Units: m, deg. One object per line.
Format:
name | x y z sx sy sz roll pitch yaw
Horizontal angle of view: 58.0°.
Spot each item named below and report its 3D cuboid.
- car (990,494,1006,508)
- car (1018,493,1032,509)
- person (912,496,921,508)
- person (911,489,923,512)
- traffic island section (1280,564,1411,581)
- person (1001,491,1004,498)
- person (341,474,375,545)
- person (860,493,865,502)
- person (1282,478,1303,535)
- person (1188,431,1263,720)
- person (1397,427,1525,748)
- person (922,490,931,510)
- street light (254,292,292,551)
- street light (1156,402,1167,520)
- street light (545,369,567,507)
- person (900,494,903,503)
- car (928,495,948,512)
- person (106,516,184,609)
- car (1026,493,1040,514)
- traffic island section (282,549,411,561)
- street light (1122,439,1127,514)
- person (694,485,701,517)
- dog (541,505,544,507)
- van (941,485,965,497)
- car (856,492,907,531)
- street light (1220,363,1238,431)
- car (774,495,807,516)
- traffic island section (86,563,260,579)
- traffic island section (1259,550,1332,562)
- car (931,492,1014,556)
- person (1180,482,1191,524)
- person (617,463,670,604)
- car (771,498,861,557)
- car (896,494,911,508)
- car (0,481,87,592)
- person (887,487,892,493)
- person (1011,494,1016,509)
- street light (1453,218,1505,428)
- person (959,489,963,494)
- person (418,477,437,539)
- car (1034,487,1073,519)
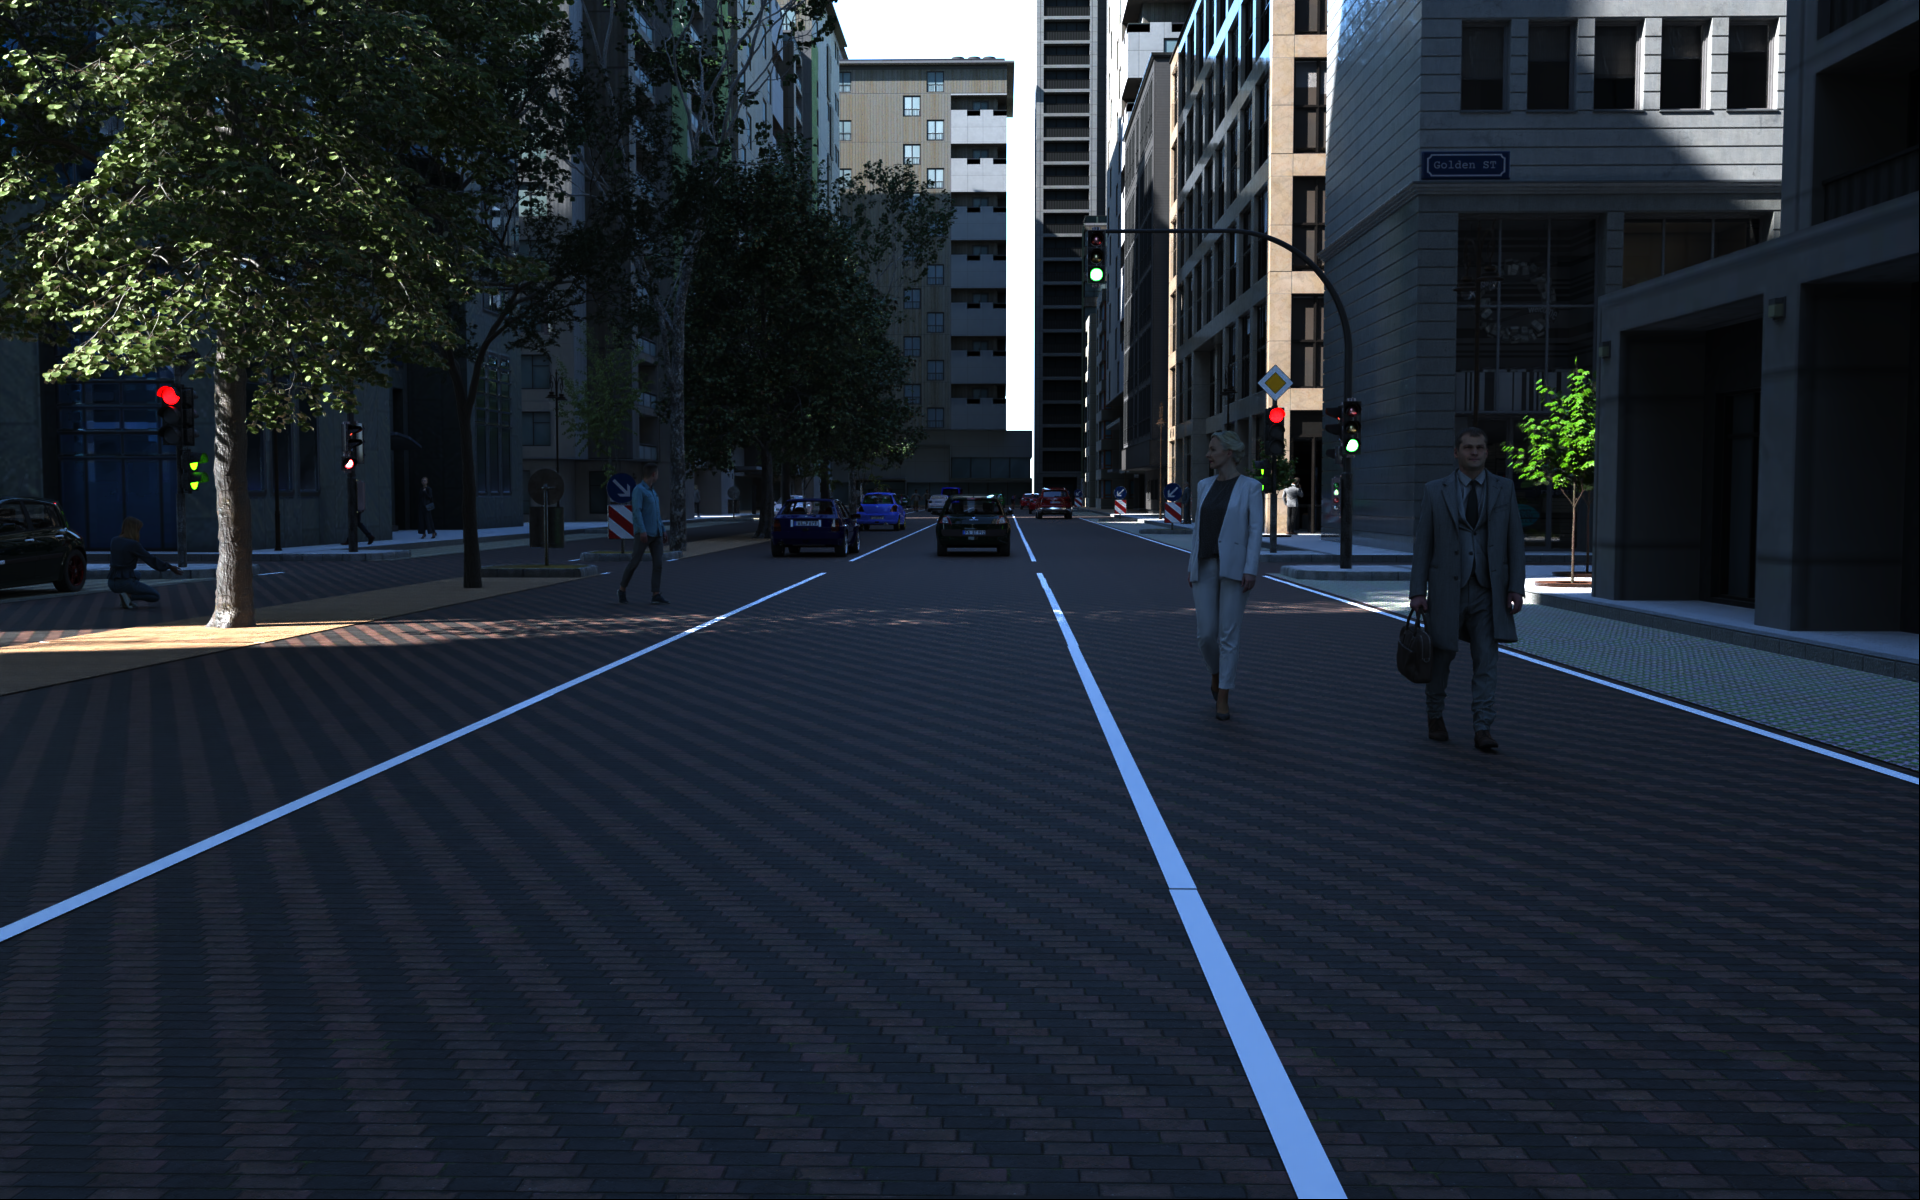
car | 3.650 -10.187 175.348 1.959 1.807 4.718 0 4 3
car | 6.550 -9.406 162.831 2.155 1.783 4.494 0 4 1
person | -4.476 -10.139 174.820 0.990 1.755 0.434 0 4 2
person | -3.543 -8.091 140.782 1.348 1.824 0.705 -3 5 -43
traffic island section | 6.670 -0.466 29.893 2.009 0.180 2.903 0 4 1
person | 4.501 -10.986 188.252 0.705 1.807 1.348 -2 4 -26
person | -15.245 -2.314 43.783 0.836 1.842 0.656 -1 4 -19
person | -10.167 -10.465 180.273 0.621 1.740 0.551 3 4 37
person | 10.504 -2.965 54.708 0.473 1.802 0.592 -3 5 -39
person | 1.733 -0.179 11.302 0.514 1.842 0.818 1 4 17
person | 2.870 -0.078 9.875 0.694 1.812 0.767 1 4 8
person | -2.853 -8.759 151.726 1.348 1.823 0.705 -3 4 -38
street light | -15.452 -4.054 39.078 0.468 5.910 1.993 0 4 1
street light | 10.083 -6.981 86.922 0.468 5.910 1.993 0 4 1
street light | -14.968 -5.603 64.390 0.468 5.910 1.993 0 4 1
person | -5.259 -8.702 154.008 0.599 1.433 0.991 0 4 -2
car | -1.639 -7.858 140.836 2.083 1.381 4.827 0 4 2
person | -10.512 -0.487 21.957 1.012 1.151 0.738 2 4 24
car | 5.898 -7.169 126.250 2.155 1.783 4.494 0 4 2
traffic island section | -13.464 -0.985 38.388 2.009 0.180 2.903 0 4 1
street light | 10.770 -8.544 112.483 0.468 5.910 1.993 0 4 1
person | -14.709 -5.484 95.888 0.709 1.800 0.728 2 4 29
dog | -17.543 -3.569 72.726 0.513 0.831 0.800 0 4 -7
van | -0.736 -9.706 163.069 2.240 2.365 5.245 0 4 3
car | -3.103 -3.607 68.560 1.945 1.707 3.694 0 4 3
street light | 9.466 -5.408 61.208 0.468 5.910 1.993 0 4 1
car | -9.244 -5.105 95.828 2.083 1.381 4.827 0 4 2
traffic island section | -13.665 -0.497 30.406 2.009 0.180 2.903 0 4 1
traffic island section | 6.870 -0.954 37.876 2.009 0.180 2.903 0 4 1
car | 0.303 -1.933 41.398 2.009 1.686 4.222 0 4 0
person | 9.631 -4.157 74.183 0.590 1.801 0.661 0 4 0
person | -4.120 -0.874 22.645 0.748 1.841 0.638 2 4 32
car | -3.373 -1.735 40.941 1.945 1.354 3.894 0 4 3
car | -6.111 -10.247 179.328 2.131 1.459 4.920 0 4 3
car | -13.690 -0.857 23.805 2.009 1.686 4.222 0 4 0
person | -3.832 -5.069 91.725 0.374 1.781 0.599 -3 5 -42
person | 5.061 -9.262 163.165 0.421 1.427 0.697 -2 4 -24
street light | 8.750 -3.460 29.363 0.468 5.910 1.993 0 4 1
person | 0.146 -7.883 137.346 0.705 1.831 1.348 -3 5 -41
person | -15.402 -2.659 49.932 0.576 1.772 0.534 1 4 12
car | 5.470 -5.662 101.240 2.281 1.827 5.304 0 4 1
